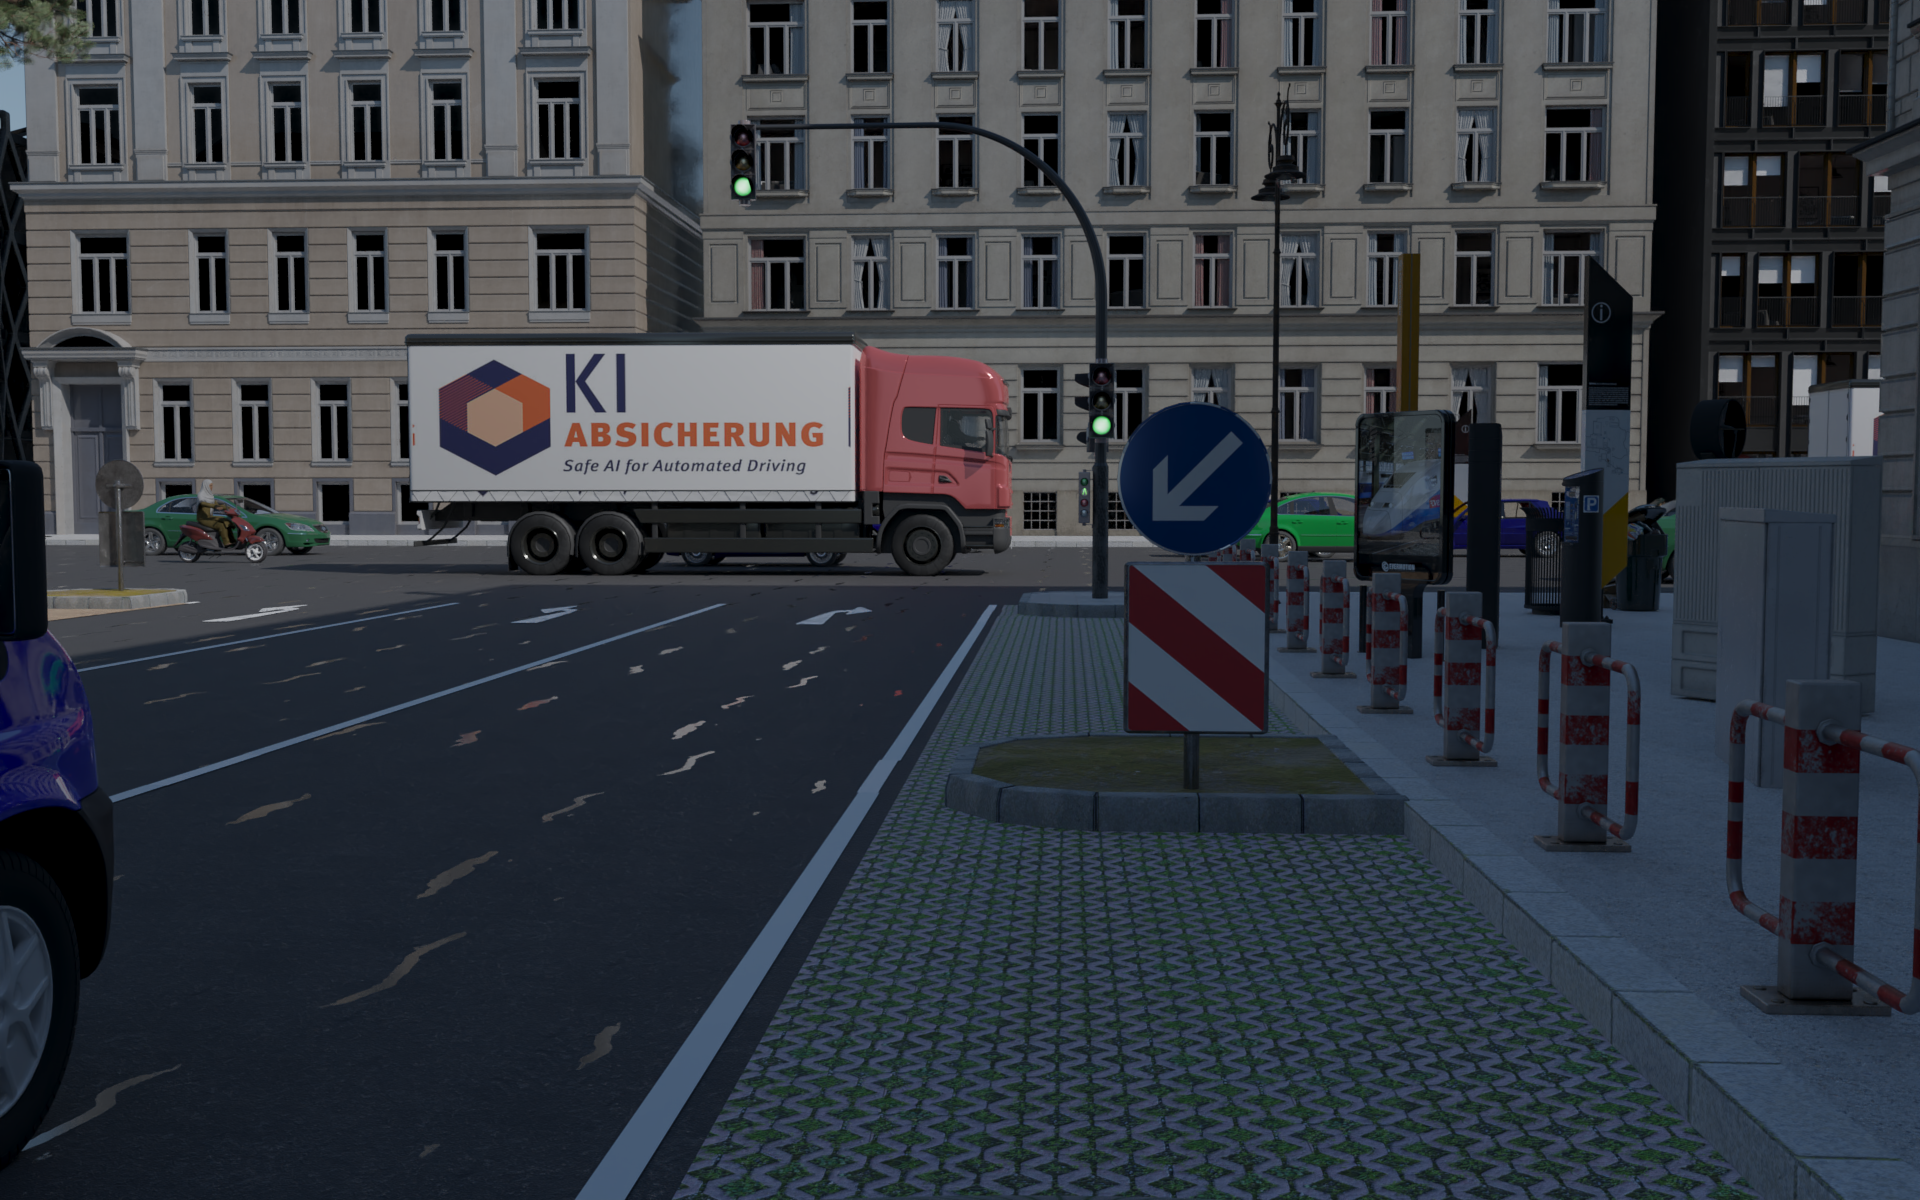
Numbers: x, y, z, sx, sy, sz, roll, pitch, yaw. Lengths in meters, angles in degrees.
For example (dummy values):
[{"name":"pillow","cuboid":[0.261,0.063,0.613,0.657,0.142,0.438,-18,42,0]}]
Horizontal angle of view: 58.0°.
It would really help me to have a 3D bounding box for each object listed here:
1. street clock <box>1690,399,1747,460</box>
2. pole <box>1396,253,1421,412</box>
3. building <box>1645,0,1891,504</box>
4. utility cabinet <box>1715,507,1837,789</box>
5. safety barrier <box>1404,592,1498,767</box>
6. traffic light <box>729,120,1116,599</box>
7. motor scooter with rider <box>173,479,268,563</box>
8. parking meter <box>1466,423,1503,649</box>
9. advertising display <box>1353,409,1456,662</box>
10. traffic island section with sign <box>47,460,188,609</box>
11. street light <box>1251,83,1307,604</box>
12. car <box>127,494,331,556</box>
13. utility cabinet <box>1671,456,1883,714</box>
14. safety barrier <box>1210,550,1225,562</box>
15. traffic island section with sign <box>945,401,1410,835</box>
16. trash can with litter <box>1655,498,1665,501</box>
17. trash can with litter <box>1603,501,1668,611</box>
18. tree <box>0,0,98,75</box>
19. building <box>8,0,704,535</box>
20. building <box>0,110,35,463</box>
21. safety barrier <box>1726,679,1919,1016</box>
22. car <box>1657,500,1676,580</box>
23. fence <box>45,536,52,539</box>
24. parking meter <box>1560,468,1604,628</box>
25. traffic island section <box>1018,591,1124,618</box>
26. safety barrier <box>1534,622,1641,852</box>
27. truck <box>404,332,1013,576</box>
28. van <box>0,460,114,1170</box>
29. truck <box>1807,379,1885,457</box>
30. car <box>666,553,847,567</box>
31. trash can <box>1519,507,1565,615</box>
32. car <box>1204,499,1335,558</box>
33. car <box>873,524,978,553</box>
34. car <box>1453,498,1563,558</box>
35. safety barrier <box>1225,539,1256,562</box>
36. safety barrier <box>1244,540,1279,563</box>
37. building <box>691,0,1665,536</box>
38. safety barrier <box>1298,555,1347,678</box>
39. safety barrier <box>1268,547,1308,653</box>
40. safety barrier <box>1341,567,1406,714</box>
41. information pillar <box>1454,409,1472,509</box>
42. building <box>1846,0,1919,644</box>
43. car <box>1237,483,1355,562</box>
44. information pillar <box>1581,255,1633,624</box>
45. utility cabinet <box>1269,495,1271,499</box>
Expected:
[{"name":"street clock","cuboid":[5.797,-0.533,13.286,0.471,2.002,0.358,-3,5,-41]},{"name":"pole","cuboid":[3.819,-1.283,14.818,0.158,3.312,0.155,0,3,0]},{"name":"building","cuboid":[30.173,-13.872,56.477,15.834,23.373,12.332,0,4,3]},{"name":"utility cabinet","cuboid":[3.746,0.194,7.985,0.306,1.237,1.020,1,4,13]},{"name":"safety barrier","cuboid":[2.383,0.371,8.210,0.300,0.817,1.120,0,4,3]},{"name":"traffic light","cuboid":[-0.394,-2.847,21.219,4.771,5.953,1.251,0,4,3]},{"name":"motor scooter with rider","cuboid":[-15.416,-1.655,36.029,1.986,1.779,0.876,0,4,3]},{"name":"parking meter","cuboid":[4.376,-0.535,14.465,0.255,1.863,0.399,1,4,20]},{"name":"advertising display","cuboid":[3.473,-0.513,13.597,0.123,1.923,0.974,-2,4,-30]},{"name":"traffic island section with sign","cuboid":[-11.174,-0.871,22.373,2.006,1.907,1.989,0,4,3]},{"name":"street light","cuboid":[3.662,-2.892,20.073,0.468,5.910,1.993,0,4,3]},{"name":"car","cuboid":[-17.414,-1.789,41.044,4.920,1.459,2.131,0,4,3]},{"name":"utility cabinet","cuboid":[4.870,-0.106,10.404,0.318,1.500,1.173,-2,4,-29]},{"name":"safety barrier","cuboid":[3.100,-0.344,19.907,0.300,0.817,1.120,0,4,3]},{"name":"traffic island section with sign","cuboid":[0.950,0.025,8.225,1.989,1.847,2.006,0,4,3]},{"name":"trash can with litter","cuboid":[19.782,-2.351,49.827,1.055,1.170,0.624,0,4,0]},{"name":"trash can with litter","cuboid":[7.349,-0.482,19.262,0.624,1.170,1.055,-1,4,-17]},{"name":"tree","cuboid":[-11.699,-6.405,14.604,7.806,13.903,7.818,0,3,0]},{"name":"building","cuboid":[-19.213,-16.729,59.416,20.117,28.700,13.634,0,4,3]},{"name":"building","cuboid":[-43.167,-11.909,62.162,16.811,18.784,16.820,0,4,3]},{"name":"safety barrier","cuboid":[2.142,0.609,4.318,0.300,0.817,1.120,0,4,3]},{"name":"car","cuboid":[12.974,-1.002,28.188,4.920,1.459,2.131,0,4,2]},{"name":"fence","cuboid":[-26.860,-2.405,50.523,0.480,1.192,2.264,-2,4,-23]},{"name":"parking meter","cuboid":[5.963,-0.501,16.608,0.372,1.533,0.369,0,3,0]},{"name":"traffic island section","cuboid":[1.739,0.057,21.344,2.009,0.180,2.903,0,4,3]},{"name":"safety barrier","cuboid":[2.258,0.490,6.264,0.300,0.817,1.120,0,4,3]},{"name":"truck","cuboid":[-4.022,-2.591,31.272,11.283,4.237,2.839,0,4,2]},{"name":"van","cuboid":[-2.996,0.154,1.865,2.240,2.365,5.245,0,4,2]},{"name":"truck","cuboid":[27.321,-3.313,43.074,11.283,4.237,2.839,0,4,4]},{"name":"car","cuboid":[-3.967,-1.365,34.896,3.894,1.354,1.945,0,4,4]},{"name":"trash can","cuboid":[6.352,-0.418,18.489,0.748,1.137,0.748,0,3,0]},{"name":"car","cuboid":[6.910,-1.653,39.611,3.894,1.354,1.945,0,4,4]},{"name":"car","cuboid":[-1.045,-1.849,42.807,3.894,1.354,1.945,0,4,2]},{"name":"car","cuboid":[11.968,-1.664,39.793,3.894,1.354,1.945,0,4,5]},{"name":"safety barrier","cuboid":[2.980,-0.225,17.962,0.300,0.817,1.120,0,4,3]},{"name":"safety barrier","cuboid":[2.861,-0.106,16.017,0.300,0.817,1.120,0,4,3]},{"name":"building","cuboid":[6.762,-13.821,59.261,30.059,22.955,16.112,0,4,3]},{"name":"safety barrier","cuboid":[2.616,0.132,12.117,0.300,0.817,1.120,0,4,3]},{"name":"safety barrier","cuboid":[2.741,0.012,14.071,0.300,0.817,1.120,0,4,3]},{"name":"safety barrier","cuboid":[2.500,0.251,10.168,0.300,0.817,1.120,0,4,3]},{"name":"information pillar","cuboid":[13.819,-3.443,47.644,0.504,3.616,0.183,2,4,29]},{"name":"building","cuboid":[12.449,-8.660,6.222,10.561,19.102,19.286,0,4,3]},{"name":"car","cuboid":[8.114,-1.728,37.055,4.718,1.807,1.959,0,4,4]},{"name":"information pillar","cuboid":[6.361,-1.575,17.104,0.504,3.616,0.183,-1,4,-8]},{"name":"utility cabinet","cuboid":[13.786,-4.276,78.591,1.173,1.500,0.318,2,4,23]}]
